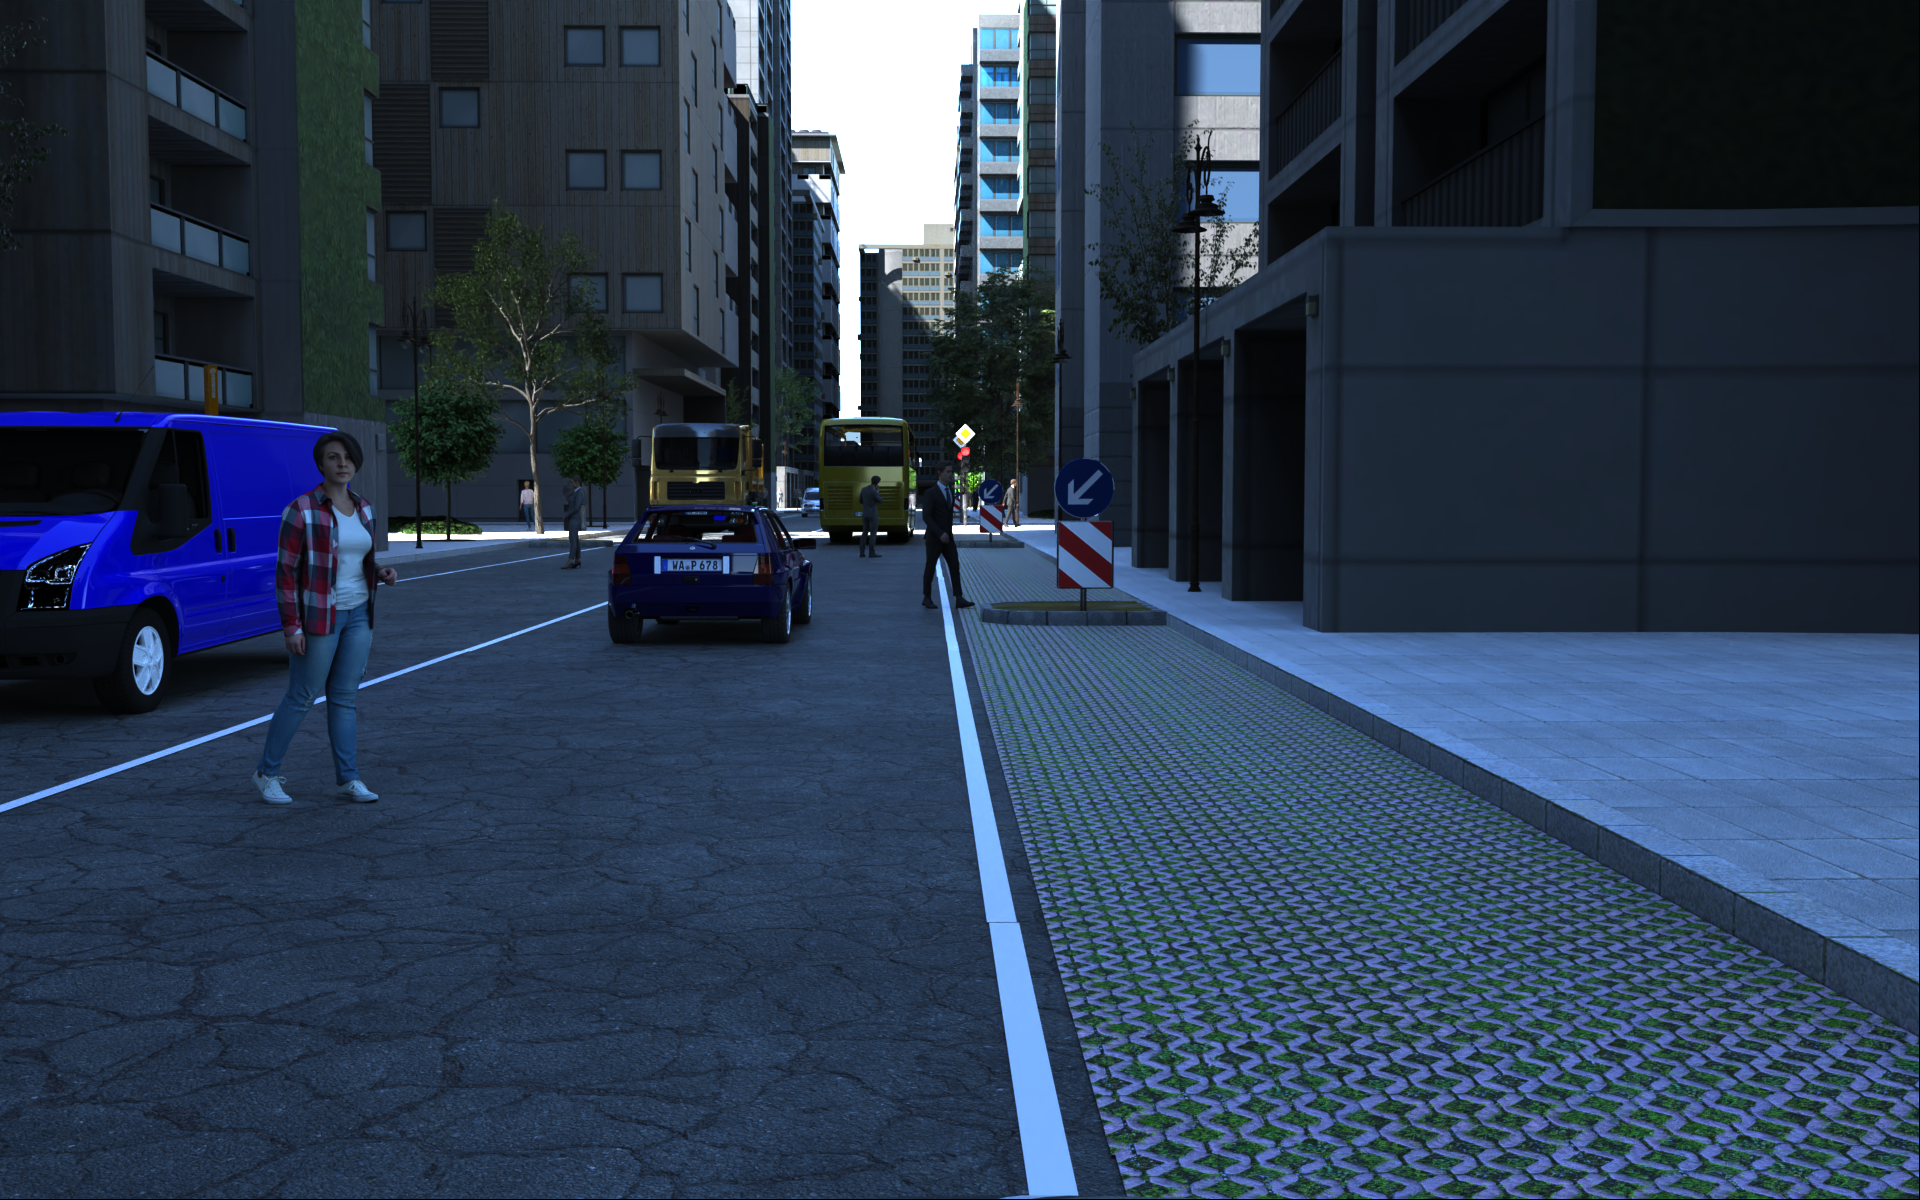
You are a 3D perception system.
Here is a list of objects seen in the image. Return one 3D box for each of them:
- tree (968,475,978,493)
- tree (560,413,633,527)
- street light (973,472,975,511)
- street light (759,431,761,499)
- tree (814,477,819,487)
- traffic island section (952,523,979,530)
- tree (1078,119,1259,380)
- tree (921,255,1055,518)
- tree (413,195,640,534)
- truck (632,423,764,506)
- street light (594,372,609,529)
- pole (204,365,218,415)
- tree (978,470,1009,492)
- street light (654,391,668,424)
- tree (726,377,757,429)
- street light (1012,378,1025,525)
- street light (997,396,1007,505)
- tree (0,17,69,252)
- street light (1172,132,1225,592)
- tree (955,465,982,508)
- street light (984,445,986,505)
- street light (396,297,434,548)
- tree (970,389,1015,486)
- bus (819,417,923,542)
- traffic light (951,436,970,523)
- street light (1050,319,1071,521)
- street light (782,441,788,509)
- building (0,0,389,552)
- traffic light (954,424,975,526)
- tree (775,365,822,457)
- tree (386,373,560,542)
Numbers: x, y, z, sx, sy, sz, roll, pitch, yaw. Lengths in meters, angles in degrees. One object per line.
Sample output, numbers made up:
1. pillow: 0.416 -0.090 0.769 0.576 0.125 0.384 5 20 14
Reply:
1. tree: 1.504 -9.867 155.927 1.663 3.219 1.824 0 3 0
2. tree: -14.412 -5.147 67.865 4.285 4.588 4.351 0 3 0
3. street light: 1.019 -9.560 129.097 0.468 5.910 1.993 0 4 -1
4. street light: -14.388 -9.301 124.855 0.468 5.910 1.993 0 4 -1
5. tree: -16.172 -12.338 196.334 1.663 3.219 1.824 0 3 0
6. traffic island section: 0.080 -3.383 77.600 2.009 0.180 2.903 0 4 -1
7. tree: 4.328 -5.136 34.343 4.360 8.622 3.978 0 3 0
8. tree: 2.086 -11.448 93.828 9.857 13.997 8.962 0 3 0
9. tree: -13.750 -7.373 54.959 7.601 10.594 8.767 -1 4 -12
10. truck: -7.222 -3.305 49.969 3.469 3.379 9.791 0 4 -3
11. street light: -13.169 -5.583 64.065 0.468 5.910 1.993 0 4 -1
12. pole: -11.879 -2.061 27.546 0.158 3.312 0.155 0 3 0
13. tree: 2.387 -7.041 109.720 1.663 3.219 1.824 0 3 0
14. street light: -13.367 -6.408 77.564 0.468 5.910 1.993 0 4 -1
15. tree: -14.877 -9.717 109.229 4.737 8.622 4.395 0 3 0
16. street light: 2.298 -5.887 69.040 0.468 5.910 1.993 0 4 -1
17. street light: 1.971 -6.684 82.063 0.468 5.910 1.993 0 4 -1
18. tree: -13.778 -4.392 22.176 4.360 8.622 3.978 0 3 0
19. street light: 3.088 -3.048 22.618 0.468 5.910 1.993 0 4 -1
20. tree: 0.928 -10.753 159.532 4.285 4.588 4.351 0 3 0
21. street light: 1.547 -8.141 105.889 0.468 5.910 1.993 0 4 -1
22. street light: -12.776 -4.156 40.735 0.468 5.910 1.993 0 4 -1
23. tree: 2.017 -10.235 117.702 4.360 8.622 3.978 0 3 0
24. bus: -2.716 -3.841 54.345 2.896 3.916 12.252 0 4 0
25. traffic light: 0.039 -5.417 77.486 0.839 4.253 0.868 0 4 -1
26. street light: 2.654 -4.467 45.828 0.468 5.910 1.993 0 4 -1
27. street light: -14.949 -10.734 148.288 0.468 5.910 1.993 0 4 -1
28. building: -19.788 -21.241 30.891 14.154 41.232 14.086 0 4 -1
29. traffic light: 0.198 -4.929 69.502 0.839 4.253 0.868 0 4 -1
30. tree: -15.017 -12.885 136.431 9.928 11.665 9.643 0 3 0
31. tree: -14.076 -3.888 47.289 4.285 4.588 4.351 0 3 0
